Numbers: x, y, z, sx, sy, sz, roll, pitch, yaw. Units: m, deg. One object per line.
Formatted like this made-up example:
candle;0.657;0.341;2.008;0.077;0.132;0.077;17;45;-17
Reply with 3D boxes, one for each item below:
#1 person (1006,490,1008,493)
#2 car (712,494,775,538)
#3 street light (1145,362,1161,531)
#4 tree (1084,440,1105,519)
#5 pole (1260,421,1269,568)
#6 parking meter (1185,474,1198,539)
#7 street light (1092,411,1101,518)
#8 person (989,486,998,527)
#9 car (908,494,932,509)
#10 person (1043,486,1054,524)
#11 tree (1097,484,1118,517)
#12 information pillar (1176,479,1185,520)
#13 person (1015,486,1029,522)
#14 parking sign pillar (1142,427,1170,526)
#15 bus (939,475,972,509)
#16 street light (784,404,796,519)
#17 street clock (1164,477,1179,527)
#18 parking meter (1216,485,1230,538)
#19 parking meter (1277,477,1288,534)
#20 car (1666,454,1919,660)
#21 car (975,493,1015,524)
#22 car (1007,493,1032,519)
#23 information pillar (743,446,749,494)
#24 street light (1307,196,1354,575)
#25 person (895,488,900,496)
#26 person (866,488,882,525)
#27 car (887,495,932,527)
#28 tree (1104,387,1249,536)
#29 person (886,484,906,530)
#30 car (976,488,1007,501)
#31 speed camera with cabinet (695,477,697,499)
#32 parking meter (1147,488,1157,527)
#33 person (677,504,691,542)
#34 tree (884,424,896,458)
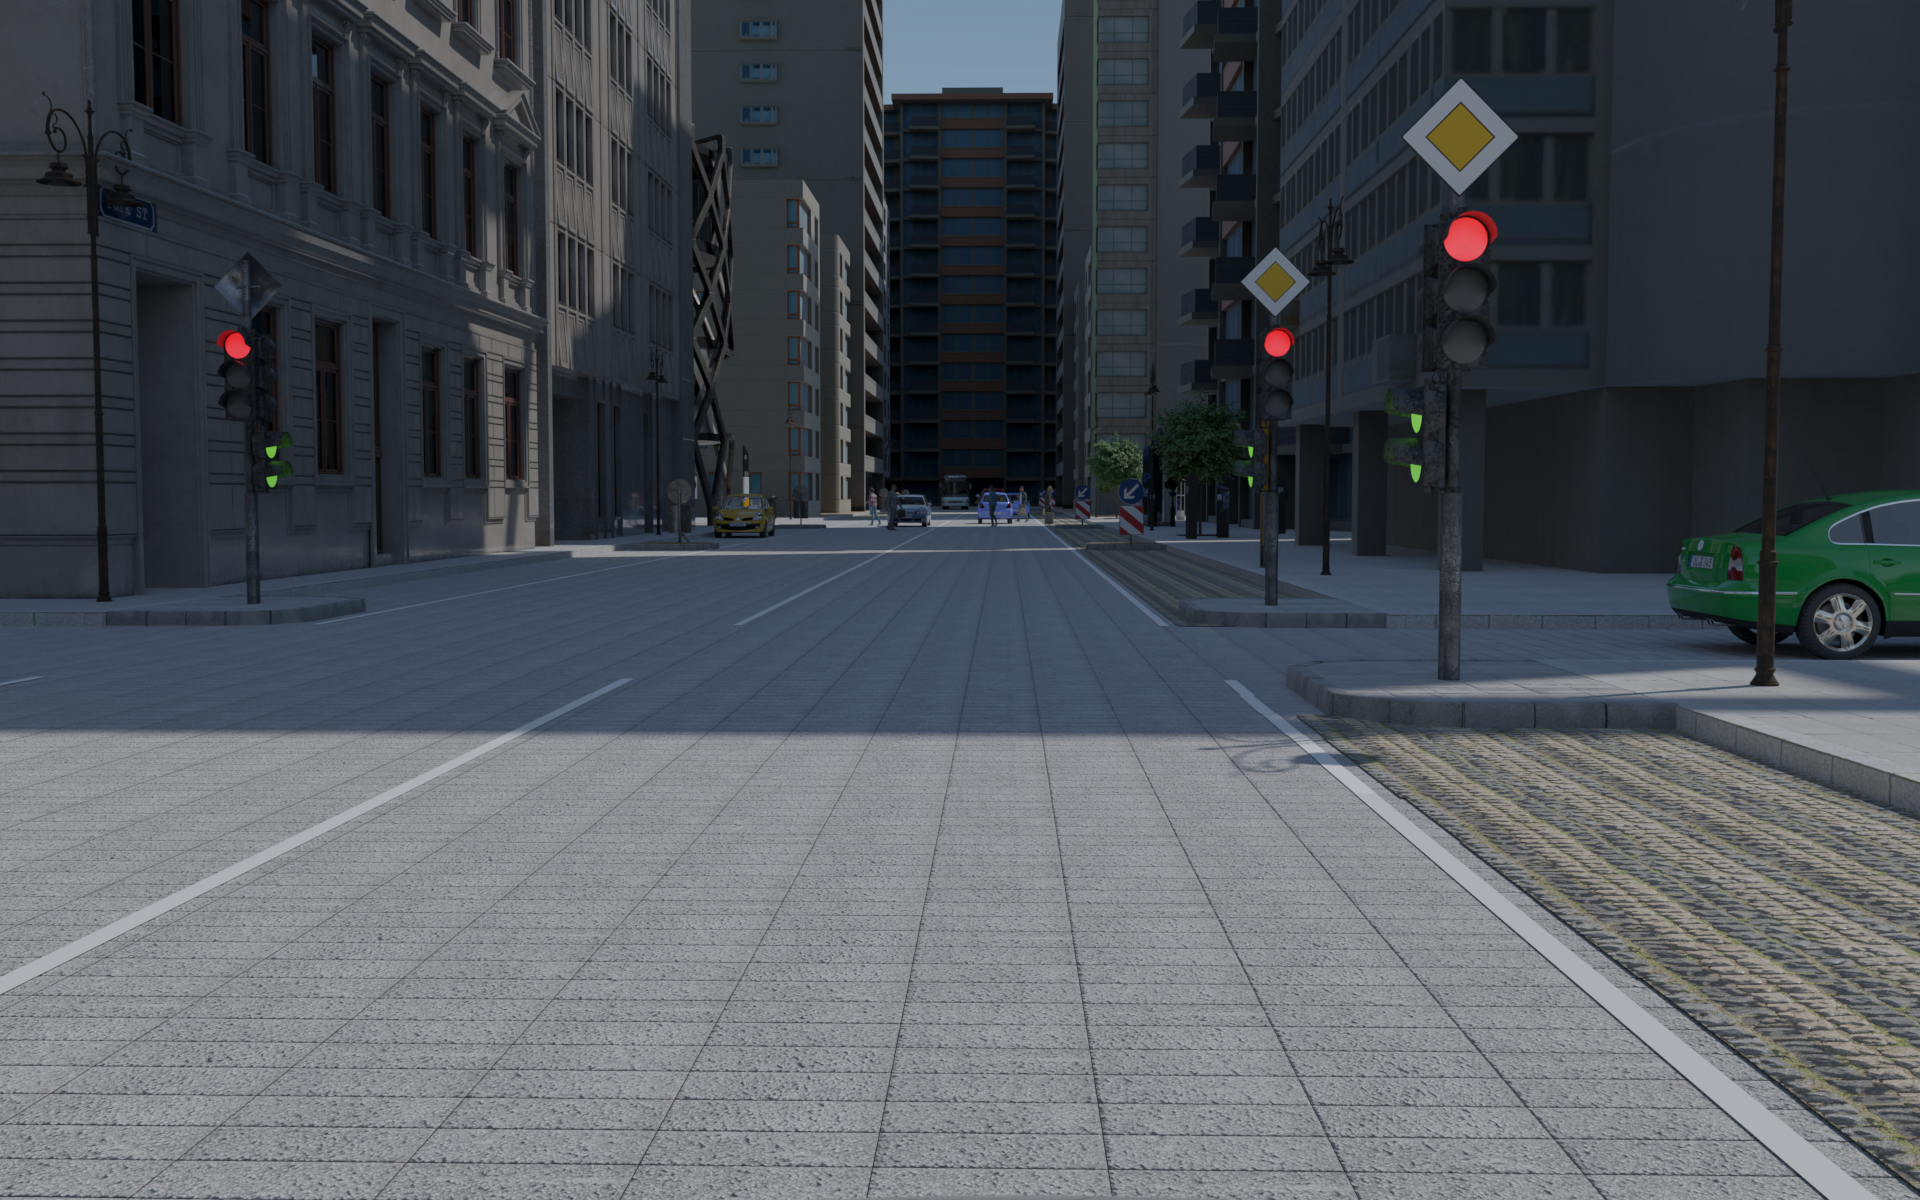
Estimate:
person;4.028;-8.548;148.284;1.348;1.821;0.705;2;4;34
car;-7.179;-2.909;57.793;2.015;1.641;3.980;0;3;0
street light;6.742;-5.376;60.688;0.468;5.910;1.993;0;4;1
tree;8.134;-6.496;89.928;4.285;4.588;4.351;0;3;0
pole;5.325;-2.215;30.055;0.158;3.312;0.155;0;3;0
parking meter;6.614;-2.676;49.468;0.255;1.863;0.399;-1;4;-9
street light;7.456;-7.448;94.564;0.468;5.910;1.993;0;4;1
person;1.432;-4.054;75.129;0.444;1.785;0.601;3;5;42
car;-2.689;-5.832;105.139;2.009;1.686;4.222;0;4;1
person;4.172;-4.486;82.067;0.699;1.804;1.509;1;4;11
tree;8.307;-6.363;98.640;1.663;3.219;1.824;0;3;0
information pillar;10.962;-4.992;86.108;0.304;2.012;0.304;3;5;44
person;3.154;-4.827;87.413;0.713;1.824;0.794;-1;4;-21
parking sign pillar;7.710;-4.950;69.403;1.447;3.967;1.447;2;4;25
bus;-0.441;-10.334;163.821;2.948;3.499;13.247;0;4;0
street light;-8.578;-7.019;87.551;0.468;5.910;1.993;0;4;1
street clock;8.309;-3.855;67.604;0.471;2.002;0.358;0;4;-6
parking meter;7.719;-2.595;50.844;0.372;1.533;0.369;0;3;0
parking meter;10.347;-3.063;55.795;0.399;1.863;0.255;1;4;13
car;8.959;-0.420;15.657;4.718;1.807;1.959;0;4;2
car;1.702;-4.580;84.467;1.945;1.707;3.694;0;4;0
car;3.229;-5.600;101.150;1.945;1.707;3.694;0;4;3
information pillar;-10.374;-5.659;83.884;0.183;3.616;0.504;1;4;19
street light;5.796;-3.332;27.260;0.468;5.910;1.993;0;4;1
person;-4.428;-6.828;120.151;1.348;1.823;0.705;-1;4;-12
person;-3.949;-4.267;79.101;0.643;1.720;0.563;2;4;29
car;-2.237;-3.987;77.187;2.014;1.417;4.499;0;4;2
tree;7.311;-4.247;53.154;4.285;4.588;4.351;0;3;0
person;-2.617;-3.652;68.330;0.853;1.813;0.709;2;4;26
car;2.161;-6.273;111.233;2.281;1.827;5.304;0;4;0
speed camera with cabinet;-13.832;-5.536;84.845;0.660;3.252;2.038;3;5;41
parking meter;7.508;-3.620;67.594;0.372;1.533;0.369;0;3;0
person;-7.563;-2.041;46.886;0.505;1.210;0.382;-3;5;-45
tree;-7.927;-12.526;155.160;4.360;8.622;3.978;0;3;0
